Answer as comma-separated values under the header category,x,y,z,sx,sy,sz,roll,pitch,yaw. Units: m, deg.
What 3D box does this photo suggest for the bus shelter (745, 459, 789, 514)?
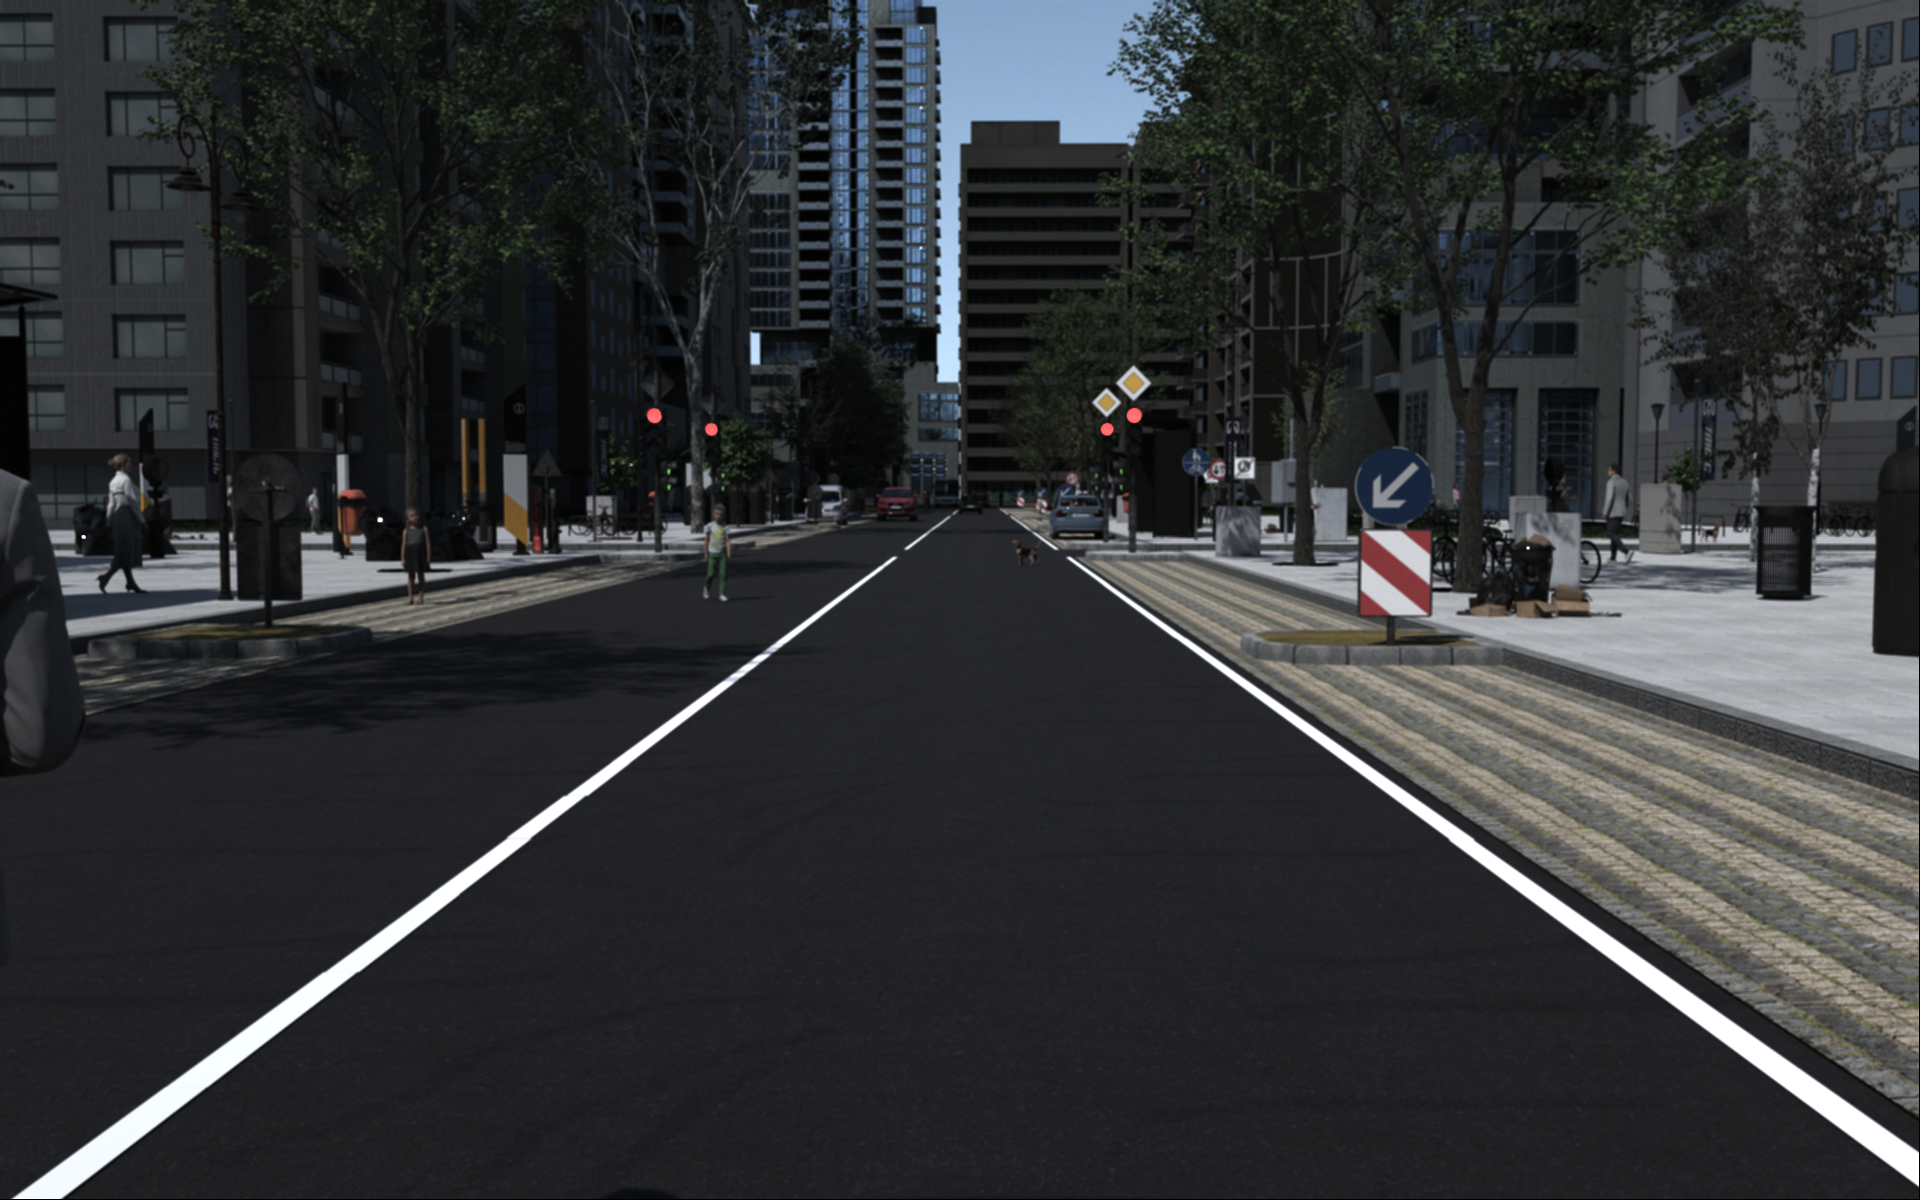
category,x,y,z,sx,sy,sz,roll,pitch,yaw
bus shelter,-10.689,-6.179,94.948,2.014,3.302,5.546,0,4,1

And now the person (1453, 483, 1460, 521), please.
category,x,y,z,sx,sy,sz,roll,pitch,yaw
person,23.644,-4.673,82.464,0.388,1.821,0.555,2,4,29

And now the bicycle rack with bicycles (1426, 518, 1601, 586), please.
category,x,y,z,sx,sy,sz,roll,pitch,yaw
bicycle rack with bicycles,7.600,-0.742,25.512,2.852,0.926,2.925,-1,4,-14

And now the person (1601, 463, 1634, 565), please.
category,x,y,z,sx,sy,sz,roll,pitch,yaw
person,11.992,-1.566,31.487,0.661,1.843,0.795,-2,4,-33

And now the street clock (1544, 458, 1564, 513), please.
category,x,y,z,sx,sy,sz,roll,pitch,yaw
street clock,11.880,-1.841,34.670,0.358,2.002,0.471,0,4,-3

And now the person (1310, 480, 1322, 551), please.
category,x,y,z,sx,sy,sz,roll,pitch,yaw
person,8.392,-2.013,41.614,0.583,1.804,0.606,3,4,37

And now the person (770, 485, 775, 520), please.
category,x,y,z,sx,sy,sz,roll,pitch,yaw
person,-9.523,-4.865,86.177,0.643,1.750,0.593,-1,4,-11

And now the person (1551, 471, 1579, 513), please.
category,x,y,z,sx,sy,sz,roll,pitch,yaw
person,12.616,-1.826,36.259,0.532,1.782,0.716,2,4,32

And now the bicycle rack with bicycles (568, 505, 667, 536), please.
category,x,y,z,sx,sy,sz,roll,pitch,yaw
bicycle rack with bicycles,-10.920,-2.466,53.707,2.925,0.926,2.852,1,4,23

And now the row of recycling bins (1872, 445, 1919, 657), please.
category,x,y,z,sx,sy,sz,roll,pitch,yaw
row of recycling bins,8.902,-0.461,14.653,3.534,1.692,1.069,-3,4,-37

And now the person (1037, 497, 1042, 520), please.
category,x,y,z,sx,sy,sz,roll,pitch,yaw
person,4.295,-4.941,93.564,0.394,1.301,0.425,1,4,14

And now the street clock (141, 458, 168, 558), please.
category,x,y,z,sx,sy,sz,roll,pitch,yaw
street clock,-16.103,-1.842,34.688,0.358,2.002,0.471,1,4,20

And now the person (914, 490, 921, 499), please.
category,x,y,z,sx,sy,sz,roll,pitch,yaw
person,-3.990,-8.757,152.205,1.217,1.766,0.721,1,4,17

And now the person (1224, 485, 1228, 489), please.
category,x,y,z,sx,sy,sz,roll,pitch,yaw
person,13.475,-5.010,88.523,0.524,1.755,0.480,1,4,11

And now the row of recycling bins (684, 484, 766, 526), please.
category,x,y,z,sx,sy,sz,roll,pitch,yaw
row of recycling bins,-9.714,-3.939,71.516,3.534,1.692,1.069,-2,4,-32

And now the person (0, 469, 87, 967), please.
category,x,y,z,sx,sy,sz,roll,pitch,yaw
person,-1.494,0.389,2.337,0.606,1.804,0.583,-1,4,-22

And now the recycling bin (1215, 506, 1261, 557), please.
category,x,y,z,sx,sy,sz,roll,pitch,yaw
recycling bin,5.731,-1.416,35.702,0.722,1.027,0.722,-1,4,-15

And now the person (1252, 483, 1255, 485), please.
category,x,y,z,sx,sy,sz,roll,pitch,yaw
person,13.297,-4.451,79.155,0.601,1.785,0.444,-3,5,-39

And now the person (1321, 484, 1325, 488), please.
category,x,y,z,sx,sy,sz,roll,pitch,yaw
person,18.535,-5.049,88.690,0.767,1.812,0.694,-1,4,-8

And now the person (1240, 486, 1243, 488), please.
category,x,y,z,sx,sy,sz,roll,pitch,yaw
person,17.092,-6.070,105.474,0.511,1.800,0.466,2,4,24

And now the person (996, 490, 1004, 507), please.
category,x,y,z,sx,sy,sz,roll,pitch,yaw
person,4.471,-11.106,190.051,0.705,1.831,1.348,-2,4,-34

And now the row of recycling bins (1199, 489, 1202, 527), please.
category,x,y,z,sx,sy,sz,roll,pitch,yaw
row of recycling bins,8.906,-3.727,68.048,1.069,1.692,3.534,0,4,0

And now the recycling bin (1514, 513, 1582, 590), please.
category,x,y,z,sx,sy,sz,roll,pitch,yaw
recycling bin,7.927,-0.662,23.379,0.722,1.027,0.722,0,4,5

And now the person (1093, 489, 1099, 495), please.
category,x,y,z,sx,sy,sz,roll,pitch,yaw
person,11.623,-8.759,149.780,0.617,1.759,0.750,3,5,40

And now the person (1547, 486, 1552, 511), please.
category,x,y,z,sx,sy,sz,roll,pitch,yaw
person,26.762,-4.442,78.449,0.659,1.850,0.755,-3,4,-39

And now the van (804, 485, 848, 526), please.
category,x,y,z,sx,sy,sz,roll,pitch,yaw
van,-6.082,-4.415,79.204,2.013,2.044,4.112,0,4,1

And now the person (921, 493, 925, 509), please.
category,x,y,z,sx,sy,sz,roll,pitch,yaw
person,-3.391,-9.860,170.434,1.217,1.735,0.721,-3,4,-39

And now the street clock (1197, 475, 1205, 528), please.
category,x,y,z,sx,sy,sz,roll,pitch,yaw
street clock,8.906,-3.679,64.717,0.471,2.002,0.358,2,4,24

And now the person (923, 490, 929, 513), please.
category,x,y,z,sx,sy,sz,roll,pitch,yaw
person,-2.546,-7.286,128.541,0.530,1.710,0.541,1,4,8

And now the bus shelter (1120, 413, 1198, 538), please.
category,x,y,z,sx,sy,sz,roll,pitch,yaw
bus shelter,6.167,-3.809,53.557,1.731,3.624,6.357,0,4,1

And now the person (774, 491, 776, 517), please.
category,x,y,z,sx,sy,sz,roll,pitch,yaw
person,-10.711,-5.633,98.988,0.563,1.720,0.643,-1,4,-11

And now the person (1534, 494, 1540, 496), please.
category,x,y,z,sx,sy,sz,roll,pitch,yaw
person,21.118,-3.234,63.175,0.590,1.304,0.306,2,4,30

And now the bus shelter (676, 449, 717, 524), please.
category,x,y,z,sx,sy,sz,roll,pitch,yaw
bus shelter,-11.213,-5.116,77.576,2.014,3.302,5.546,0,4,1

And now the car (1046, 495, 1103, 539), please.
category,x,y,z,sx,sy,sz,roll,pitch,yaw
car,3.779,-2.675,55.743,2.014,1.417,4.499,0,4,1

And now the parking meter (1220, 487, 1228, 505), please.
category,x,y,z,sx,sy,sz,roll,pitch,yaw
parking meter,9.933,-3.487,65.425,0.372,1.533,0.369,0,3,0

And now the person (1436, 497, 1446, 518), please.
category,x,y,z,sx,sy,sz,roll,pitch,yaw
person,21.663,-4.061,77.942,0.738,1.151,1.012,0,4,6

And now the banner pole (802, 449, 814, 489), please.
category,x,y,z,sx,sy,sz,roll,pitch,yaw
banner pole,-8.431,-6.532,96.809,0.863,3.779,0.401,-1,4,-15

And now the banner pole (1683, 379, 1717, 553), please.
category,x,y,z,sx,sy,sz,roll,pitch,yaw
banner pole,16.242,-2.927,37.872,0.863,3.779,0.401,-2,4,-26

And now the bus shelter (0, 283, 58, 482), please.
category,x,y,z,sx,sy,sz,roll,pitch,yaw
bus shelter,-11.558,-1.604,17.514,1.731,3.624,6.357,0,4,1

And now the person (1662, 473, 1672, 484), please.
category,x,y,z,sx,sy,sz,roll,pitch,yaw
person,18.343,-2.386,45.071,0.654,1.822,0.581,-3,5,-40

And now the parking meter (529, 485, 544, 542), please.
category,x,y,z,sx,sy,sz,roll,pitch,yaw
parking meter,-11.284,-2.306,46.106,0.372,1.533,0.369,0,3,0

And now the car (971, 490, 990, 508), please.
category,x,y,z,sx,sy,sz,roll,pitch,yaw
car,2.033,-10.582,181.694,2.281,1.827,5.304,0,4,2

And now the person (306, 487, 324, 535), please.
category,x,y,z,sx,sy,sz,roll,pitch,yaw
person,-20.359,-2.816,54.686,0.523,1.515,0.503,-2,4,-25

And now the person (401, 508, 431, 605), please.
category,x,y,z,sx,sy,sz,roll,pitch,yaw
person,-6.993,-0.557,22.275,0.362,1.253,0.373,0,4,-5

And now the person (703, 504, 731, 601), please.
category,x,y,z,sx,sy,sz,roll,pitch,yaw
person,-3.270,-0.643,23.265,0.306,1.304,0.590,-2,4,-32

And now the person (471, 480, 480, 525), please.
category,x,y,z,sx,sy,sz,roll,pitch,yaw
person,-20.081,-4.046,71.994,0.447,1.846,0.655,-3,4,-38

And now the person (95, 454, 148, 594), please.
category,x,y,z,sx,sy,sz,roll,pitch,yaw
person,-10.782,-0.977,22.238,0.641,1.798,0.478,-3,4,-38

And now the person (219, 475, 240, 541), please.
category,x,y,z,sx,sy,sz,roll,pitch,yaw
person,-20.102,-2.539,47.742,0.537,1.800,0.526,0,4,5

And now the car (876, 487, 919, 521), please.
category,x,y,z,sx,sy,sz,roll,pitch,yaw
car,-3.324,-5.138,92.686,2.281,1.827,5.304,0,4,0

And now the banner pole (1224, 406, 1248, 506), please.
category,x,y,z,sx,sy,sz,roll,pitch,yaw
banner pole,7.949,-3.642,49.562,0.863,3.779,0.401,2,4,32

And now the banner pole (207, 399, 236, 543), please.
category,x,y,z,sx,sy,sz,roll,pitch,yaw
banner pole,-19.404,-3.403,45.654,0.863,3.779,0.401,-3,5,-41

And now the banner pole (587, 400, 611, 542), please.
category,x,y,z,sx,sy,sz,roll,pitch,yaw
banner pole,-9.674,-3.456,46.530,0.401,3.779,0.863,2,4,31

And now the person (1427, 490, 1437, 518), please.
category,x,y,z,sx,sy,sz,roll,pitch,yaw
person,20.403,-4.200,74.893,0.592,1.802,0.473,-1,4,-20

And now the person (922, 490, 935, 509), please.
category,x,y,z,sx,sy,sz,roll,pitch,yaw
person,-3.037,-9.543,164.608,1.350,1.814,0.705,-2,4,-33

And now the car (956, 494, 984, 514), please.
category,x,y,z,sx,sy,sz,roll,pitch,yaw
car,0.732,-7.035,124.816,2.009,1.686,4.222,0,4,-1

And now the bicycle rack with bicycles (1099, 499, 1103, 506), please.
category,x,y,z,sx,sy,sz,roll,pitch,yaw
bicycle rack with bicycles,9.666,-6.342,117.067,2.852,0.926,2.925,-1,4,-16

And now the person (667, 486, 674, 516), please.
category,x,y,z,sx,sy,sz,roll,pitch,yaw
person,-17.304,-5.980,103.700,0.514,1.842,0.818,1,4,20

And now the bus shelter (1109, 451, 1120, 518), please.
category,x,y,z,sx,sy,sz,roll,pitch,yaw
bus shelter,8.827,-6.454,96.814,1.731,3.624,6.357,0,4,1
